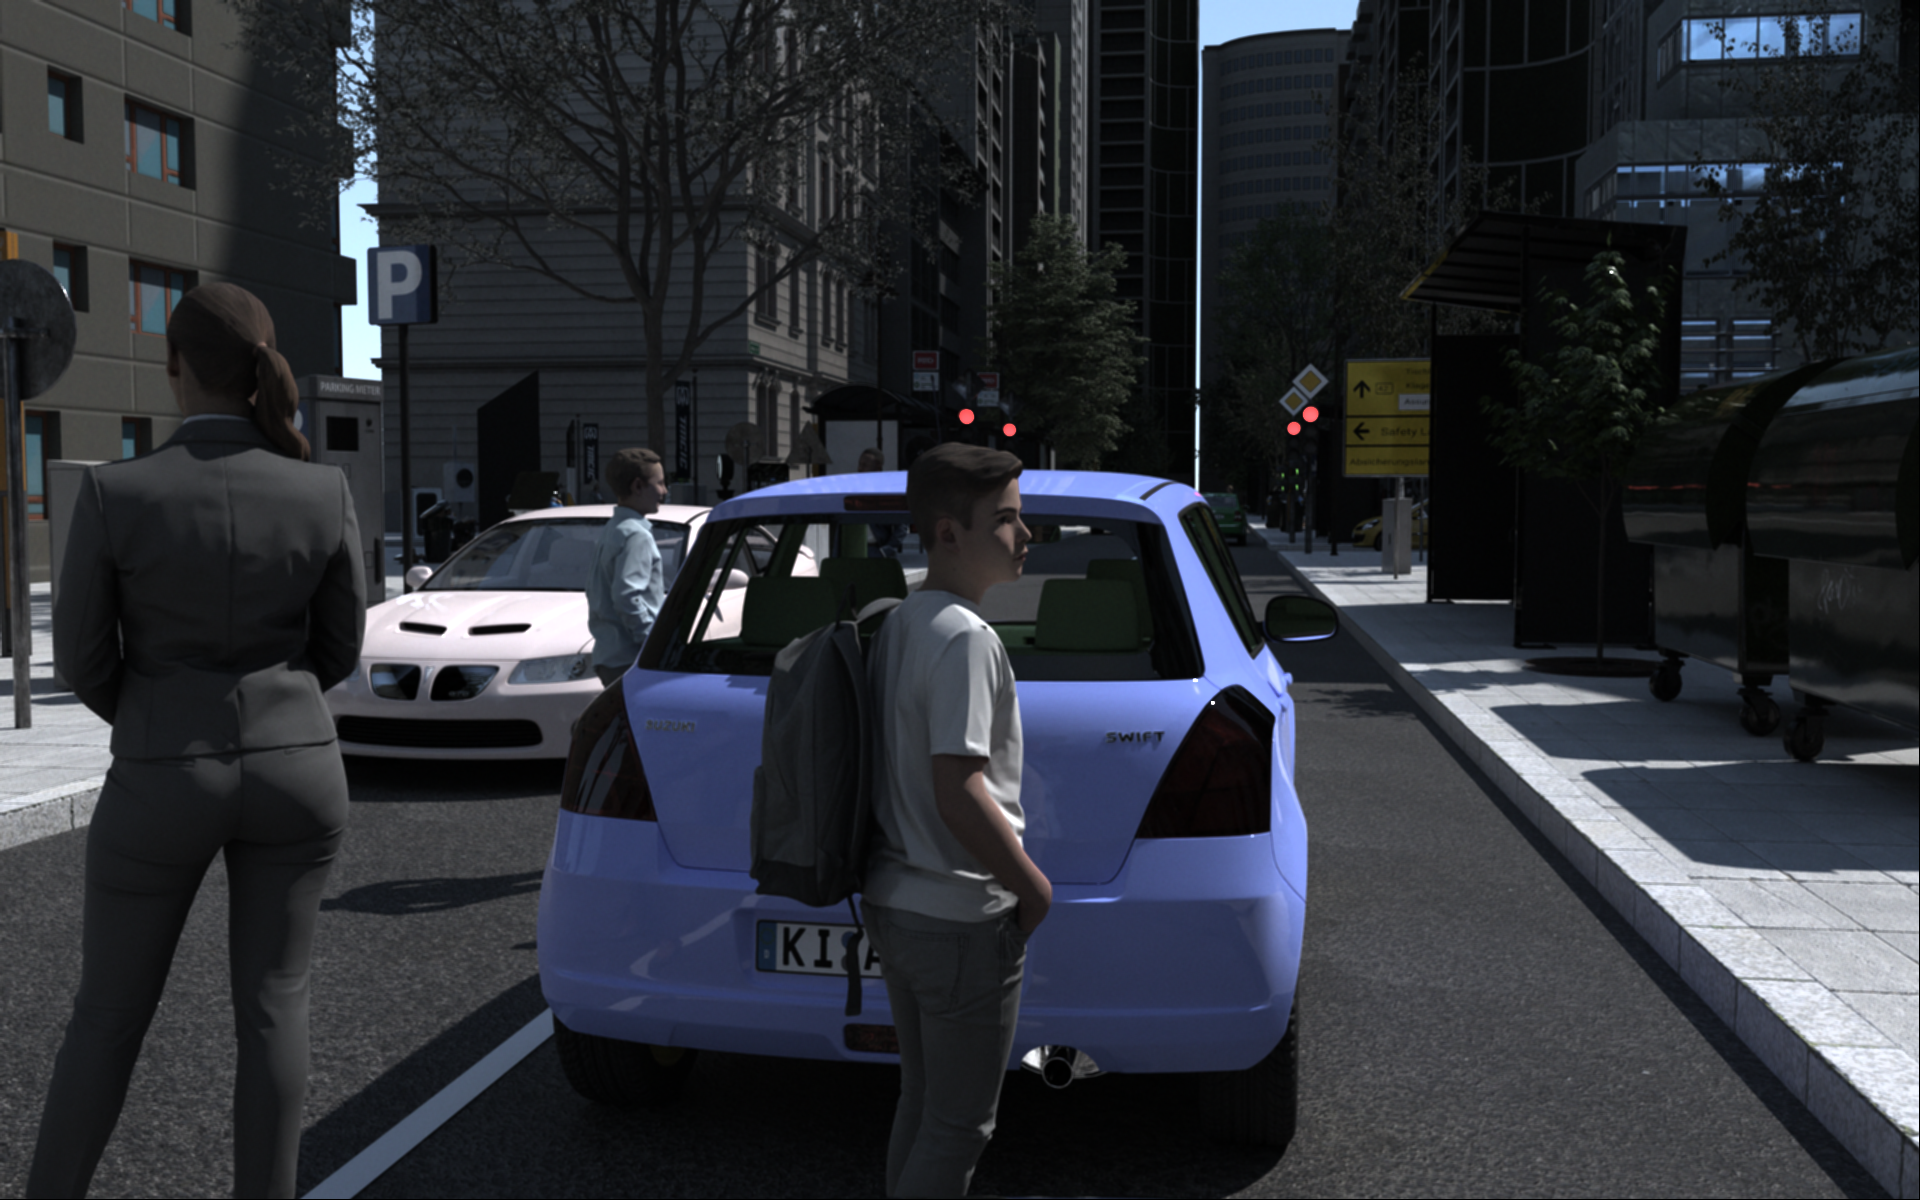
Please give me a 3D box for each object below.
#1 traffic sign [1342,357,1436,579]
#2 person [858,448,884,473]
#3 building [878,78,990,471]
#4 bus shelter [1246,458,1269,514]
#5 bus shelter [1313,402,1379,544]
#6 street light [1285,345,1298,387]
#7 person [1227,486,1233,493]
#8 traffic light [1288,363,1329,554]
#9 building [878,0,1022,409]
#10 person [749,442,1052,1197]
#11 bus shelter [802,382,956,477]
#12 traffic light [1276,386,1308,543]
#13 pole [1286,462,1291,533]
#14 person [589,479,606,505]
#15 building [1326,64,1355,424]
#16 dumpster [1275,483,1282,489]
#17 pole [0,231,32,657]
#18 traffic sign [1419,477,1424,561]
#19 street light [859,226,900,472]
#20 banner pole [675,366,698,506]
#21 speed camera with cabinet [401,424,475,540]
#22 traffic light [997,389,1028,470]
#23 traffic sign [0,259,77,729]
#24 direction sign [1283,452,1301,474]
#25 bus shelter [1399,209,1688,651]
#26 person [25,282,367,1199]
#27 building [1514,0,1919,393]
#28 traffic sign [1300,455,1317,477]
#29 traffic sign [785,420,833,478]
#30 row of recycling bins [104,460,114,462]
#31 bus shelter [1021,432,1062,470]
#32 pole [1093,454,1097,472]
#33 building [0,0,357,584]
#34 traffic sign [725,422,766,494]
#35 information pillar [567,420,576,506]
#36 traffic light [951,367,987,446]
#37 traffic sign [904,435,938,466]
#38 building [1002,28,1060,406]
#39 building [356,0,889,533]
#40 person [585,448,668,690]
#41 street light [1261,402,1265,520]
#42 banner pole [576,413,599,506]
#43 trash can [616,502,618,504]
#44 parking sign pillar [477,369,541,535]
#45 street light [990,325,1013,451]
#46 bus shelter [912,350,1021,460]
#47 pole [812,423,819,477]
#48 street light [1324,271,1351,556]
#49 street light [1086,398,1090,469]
[{"bbox_3d":[6.881,-1.960,25.912,2.265,3.308,0.079,1,4,12],"label":"traffic sign"},{"bbox_3d":[-0.769,-0.320,13.923,0.721,1.800,0.419,1,4,18],"label":"person"},{"bbox_3d":[-7.297,-16.814,93.977,14.314,24.678,30.058,1,4,8],"label":"building"},{"bbox_3d":[19.420,-7.487,113.703,1.731,3.624,6.357,1,4,9],"label":"bus shelter"},{"bbox_3d":[10.404,-3.426,47.294,1.731,3.624,6.357,1,4,9],"label":"bus shelter"},{"bbox_3d":[10.326,-4.951,53.735,0.468,5.910,1.993,1,4,8],"label":"street light"},{"bbox_3d":[9.944,-3.350,63.944,0.731,1.740,0.598,3,5,41],"label":"person"},{"bbox_3d":[7.491,-2.955,37.230,0.839,4.253,0.868,1,4,8],"label":"traffic light"},{"bbox_3d":[2.243,-45.327,179.352,20.611,71.187,20.563,1,4,8],"label":"building"},{"bbox_3d":[-0.045,0.509,2.781,0.503,1.515,0.523,3,4,38],"label":"person"},{"bbox_3d":[-1.474,-2.461,34.154,2.014,3.302,5.546,1,4,8],"label":"bus shelter"},{"bbox_3d":[8.659,-3.438,45.130,0.839,4.253,0.868,1,4,8],"label":"traffic light"},{"bbox_3d":[10.760,-3.837,56.572,0.158,3.312,0.155,0,3,0],"label":"pole"},{"bbox_3d":[-8.971,-2.101,43.038,0.526,1.800,0.537,2,4,33],"label":"person"},{"bbox_3d":[44.951,-32.213,176.798,14.600,45.320,14.200,1,4,8],"label":"building"},{"bbox_3d":[21.220,-6.820,114.008,1.502,2.255,1.985,1,4,8],"label":"dumpster"},{"bbox_3d":[-7.451,-1.207,13.581,0.158,3.312,0.155,0,3,0],"label":"pole"},{"bbox_3d":[8.773,-1.882,32.894,0.606,2.300,0.079,1,4,13],"label":"traffic sign"},{"bbox_3d":[-1.397,-3.504,30.082,0.468,5.910,1.993,1,4,8],"label":"street light"},{"bbox_3d":[-5.299,-2.678,33.796,0.401,3.779,0.863,2,4,28],"label":"banner pole"},{"bbox_3d":[-14.663,-3.323,48.667,0.660,3.252,2.038,3,5,40],"label":"speed camera with cabinet"},{"bbox_3d":[1.374,-3.503,46.187,0.839,4.253,0.868,1,4,8],"label":"traffic light"},{"bbox_3d":[-5.136,-0.569,9.417,0.768,2.556,0.104,1,4,14],"label":"traffic sign"},{"bbox_3d":[16.703,-5.820,87.148,0.876,3.537,0.379,1,4,17],"label":"direction sign"},{"bbox_3d":[5.571,-1.591,17.298,1.731,3.624,6.357,1,4,8],"label":"bus shelter"},{"bbox_3d":[-1.377,0.348,3.085,0.573,1.790,0.520,3,5,40],"label":"person"},{"bbox_3d":[35.937,-45.644,58.946,31.000,86.520,22.319,1,4,8],"label":"building"},{"bbox_3d":[10.264,-3.102,50.824,0.768,2.556,0.104,1,4,13],"label":"traffic sign"},{"bbox_3d":[-2.680,-1.872,30.605,0.884,2.594,0.081,1,4,12],"label":"traffic sign"},{"bbox_3d":[-10.512,-0.955,22.730,1.069,1.692,3.534,0,4,-5],"label":"row of recycling bins"},{"bbox_3d":[2.017,-5.012,59.574,2.179,5.291,8.768,1,4,9],"label":"bus shelter"},{"bbox_3d":[6.096,-5.169,78.355,0.158,3.312,0.155,0,3,0],"label":"pole"},{"bbox_3d":[-28.209,-10.841,22.288,28.899,21.520,27.650,1,4,8],"label":"building"},{"bbox_3d":[-3.796,-1.866,30.615,0.768,2.556,0.104,1,4,12],"label":"traffic sign"},{"bbox_3d":[-12.174,-3.847,54.255,0.183,3.616,0.504,1,4,9],"label":"information pillar"},{"bbox_3d":[0.206,-3.019,38.287,0.839,4.253,0.868,1,4,8],"label":"traffic light"},{"bbox_3d":[-0.835,-2.278,37.355,0.768,2.556,0.104,1,4,13],"label":"traffic sign"},{"bbox_3d":[0.999,-28.508,149.694,14.154,41.232,14.086,1,4,8],"label":"building"},{"bbox_3d":[-11.250,-17.099,66.955,14.401,28.519,23.554,1,4,8],"label":"building"},{"bbox_3d":[-1.226,0.233,6.505,0.330,1.601,0.589,-1,4,-15],"label":"person"},{"bbox_3d":[15.160,-6.949,86.400,0.468,5.910,1.993,1,4,8],"label":"street light"},{"bbox_3d":[-11.604,-3.899,53.764,0.863,3.779,0.401,-2,4,-26],"label":"banner pole"},{"bbox_3d":[-5.577,-1.123,30.020,0.748,1.137,0.748,0,3,0],"label":"trash can"},{"bbox_3d":[-9.756,-3.000,37.515,1.447,3.967,1.447,-1,4,-11],"label":"parking sign pillar"},{"bbox_3d":[1.136,-4.565,47.422,0.468,5.910,1.993,1,4,8],"label":"street light"},{"bbox_3d":[0.139,-4.483,50.930,2.179,5.291,8.768,1,4,8],"label":"bus shelter"},{"bbox_3d":[-4.172,-3.442,50.120,0.158,3.312,0.155,0,3,0],"label":"pole"},{"bbox_3d":[7.821,-3.868,36.030,0.468,5.910,1.993,1,4,8],"label":"street light"},{"bbox_3d":[5.935,-6.589,80.521,0.468,5.910,1.993,1,4,8],"label":"street light"}]
